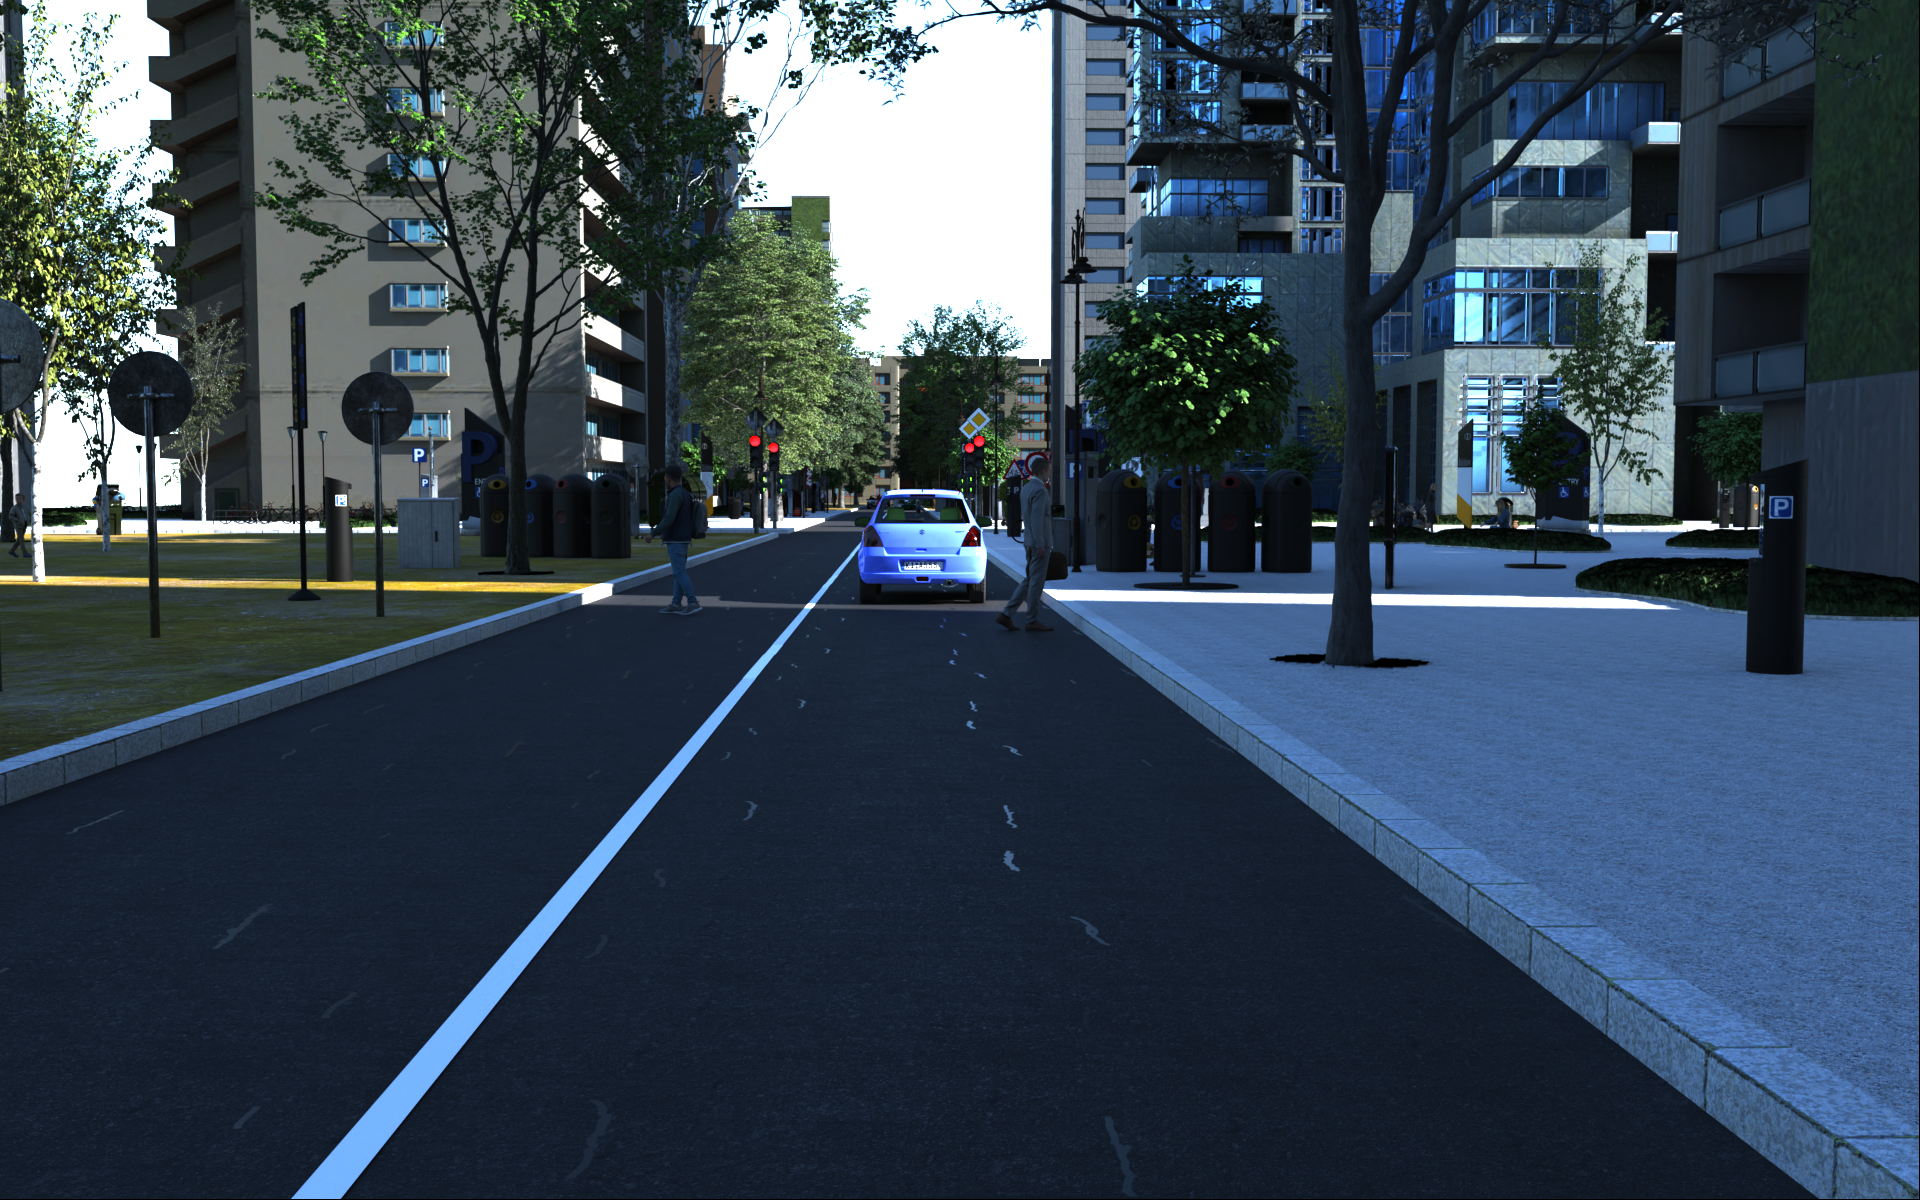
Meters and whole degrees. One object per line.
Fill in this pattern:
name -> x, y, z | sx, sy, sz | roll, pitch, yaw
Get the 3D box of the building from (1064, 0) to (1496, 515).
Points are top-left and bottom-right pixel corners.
building -> 19.729, -49.147, 116.218 | 22.319, 86.520, 31.000 | 0, 4, -2

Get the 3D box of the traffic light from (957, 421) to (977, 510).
traffic light -> 0.327, -4.601, 64.154 | 0.839, 4.253, 0.868 | 0, 4, -2

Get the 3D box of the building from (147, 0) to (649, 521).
building -> -28.775, -28.555, 90.575 | 21.300, 48.544, 21.600 | 0, 4, -2

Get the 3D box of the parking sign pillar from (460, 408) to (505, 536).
parking sign pillar -> -14.830, -4.000, 53.866 | 1.447, 3.967, 1.447 | 1, 4, 14

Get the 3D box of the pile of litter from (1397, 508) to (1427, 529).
pile of litter -> 14.307, -2.508, 54.972 | 1.719, 0.858, 1.176 | 0, 4, 8

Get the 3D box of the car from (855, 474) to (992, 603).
car -> -0.510, -0.883, 24.026 | 1.945, 1.707, 3.694 | 0, 4, -1

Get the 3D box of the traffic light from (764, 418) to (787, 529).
traffic light -> -6.830, -4.586, 63.903 | 0.839, 4.253, 0.868 | 0, 4, -2

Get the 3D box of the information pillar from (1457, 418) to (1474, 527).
information pillar -> 15.715, -3.822, 53.847 | 0.504, 3.616, 0.183 | 3, 5, 44

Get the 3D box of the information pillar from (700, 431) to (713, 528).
information pillar -> -9.464, -4.482, 64.637 | 0.504, 3.616, 0.183 | -2, 4, -35

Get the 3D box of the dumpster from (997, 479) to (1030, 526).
dumpster -> 2.277, -4.076, 69.133 | 1.502, 2.255, 1.985 | 0, 4, -2

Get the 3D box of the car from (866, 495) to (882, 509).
car -> -7.989, -9.375, 165.860 | 1.945, 1.354, 3.894 | 0, 3, 0

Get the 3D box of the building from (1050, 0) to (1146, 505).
building -> 19.242, -38.164, 165.974 | 21.231, 58.520, 28.212 | 0, 4, -2

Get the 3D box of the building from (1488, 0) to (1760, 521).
building -> 36.680, -47.331, 86.530 | 31.000, 86.520, 22.319 | 0, 4, -2

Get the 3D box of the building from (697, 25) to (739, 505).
building -> -29.298, -31.805, 170.118 | 14.600, 45.320, 14.200 | 0, 4, -2

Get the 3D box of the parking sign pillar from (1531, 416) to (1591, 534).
parking sign pillar -> 19.024, -4.019, 54.187 | 1.447, 3.967, 1.447 | -3, 4, -39

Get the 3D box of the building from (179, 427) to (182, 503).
building -> -69.088, -53.623, 189.405 | 31.000, 86.520, 22.319 | 0, 4, -2

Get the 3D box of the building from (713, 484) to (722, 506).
building -> -37.843, -28.076, 150.922 | 32.217, 40.220, 23.993 | 0, 4, -2

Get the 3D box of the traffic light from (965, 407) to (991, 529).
traffic light -> 0.590, -4.113, 56.173 | 0.839, 4.253, 0.868 | 0, 4, -2

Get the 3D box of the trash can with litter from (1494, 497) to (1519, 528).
trash can with litter -> 20.484, -3.270, 64.847 | 0.624, 1.170, 1.055 | 3, 5, 44

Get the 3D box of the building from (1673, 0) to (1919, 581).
building -> 19.285, -20.946, 26.069 | 14.154, 41.232, 14.086 | 0, 4, -2

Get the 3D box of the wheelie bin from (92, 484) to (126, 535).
wheelie bin -> -26.597, -2.832, 54.207 | 0.980, 1.594, 0.693 | -3, 5, -44

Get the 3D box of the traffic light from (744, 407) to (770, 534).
traffic light -> -6.567, -4.098, 55.922 | 0.839, 4.253, 0.868 | 0, 4, -2

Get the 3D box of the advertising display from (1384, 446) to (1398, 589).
advertising display -> 5.897, -1.131, 23.708 | 0.123, 1.923, 0.974 | 1, 4, 17

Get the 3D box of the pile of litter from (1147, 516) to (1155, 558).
pile of litter -> 3.610, -1.284, 34.959 | 1.719, 0.858, 1.176 | 3, 5, 42

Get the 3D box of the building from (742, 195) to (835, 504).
building -> -24.428, -33.980, 239.166 | 14.086, 41.232, 14.154 | 0, 4, -2

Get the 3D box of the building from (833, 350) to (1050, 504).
building -> -3.172, -24.602, 247.283 | 28.899, 21.520, 27.650 | 0, 4, -2

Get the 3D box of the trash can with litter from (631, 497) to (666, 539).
trash can with litter -> -8.767, -2.364, 49.714 | 2.233, 1.210, 1.678 | -3, 5, -42

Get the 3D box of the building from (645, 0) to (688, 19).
building -> -26.869, -28.868, 122.104 | 14.600, 45.320, 14.200 | 0, 4, -2

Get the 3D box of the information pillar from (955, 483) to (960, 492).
information pillar -> -0.146, -6.368, 108.610 | 0.304, 2.012, 0.304 | -1, 4, -22

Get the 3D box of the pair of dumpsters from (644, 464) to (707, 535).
pair of dumpsters -> -8.998, -3.197, 54.763 | 1.574, 2.255, 4.437 | 0, 4, -2

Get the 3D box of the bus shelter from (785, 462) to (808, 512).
bus shelter -> -11.819, -8.831, 122.017 | 2.179, 5.291, 8.768 | 0, 4, -2

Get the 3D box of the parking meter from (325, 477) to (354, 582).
parking meter -> -9.096, -1.037, 25.373 | 0.372, 1.533, 0.369 | 0, 3, 0

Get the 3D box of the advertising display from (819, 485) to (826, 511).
advertising display -> -10.296, -7.622, 129.829 | 0.123, 1.923, 0.974 | 1, 4, 22

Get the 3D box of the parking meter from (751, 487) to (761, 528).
parking meter -> -7.735, -3.533, 66.177 | 0.372, 1.533, 0.369 | 0, 3, 0

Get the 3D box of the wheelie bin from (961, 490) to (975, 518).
wheelie bin -> 0.329, -5.002, 89.687 | 0.980, 1.594, 0.693 | -1, 4, -22

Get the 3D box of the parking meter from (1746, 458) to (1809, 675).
parking meter -> 5.869, -0.246, 12.440 | 0.372, 1.533, 0.369 | 0, 3, 0

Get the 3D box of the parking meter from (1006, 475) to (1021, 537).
parking meter -> 1.610, -2.828, 51.943 | 0.399, 1.863, 0.255 | -2, 4, -29

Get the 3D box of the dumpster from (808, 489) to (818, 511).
dumpster -> -11.218, -7.521, 128.719 | 1.264, 1.857, 1.865 | 0, 4, -2

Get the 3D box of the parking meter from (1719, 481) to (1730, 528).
parking meter -> 28.734, -3.631, 65.071 | 0.255, 1.863, 0.399 | 0, 4, 3

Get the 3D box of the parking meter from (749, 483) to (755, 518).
parking meter -> -11.159, -5.368, 93.475 | 0.255, 1.863, 0.399 | -3, 5, -40

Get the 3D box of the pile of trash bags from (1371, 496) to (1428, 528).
pile of trash bags -> 16.294, -3.444, 66.060 | 1.912, 1.369, 3.447 | -2, 4, -33

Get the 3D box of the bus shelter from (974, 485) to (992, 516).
bus shelter -> 1.080, -7.341, 111.315 | 1.731, 3.624, 6.357 | 0, 4, -2

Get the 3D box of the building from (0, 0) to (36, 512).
building -> -52.658, -24.139, 78.271 | 14.086, 41.232, 14.154 | 0, 4, -2

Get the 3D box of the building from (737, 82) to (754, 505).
building -> -38.338, -34.911, 190.397 | 30.456, 49.044, 23.786 | 0, 4, -2

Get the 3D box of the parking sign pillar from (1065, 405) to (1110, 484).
parking sign pillar -> 3.847, -3.905, 52.324 | 1.447, 3.967, 1.447 | -1, 4, -15
